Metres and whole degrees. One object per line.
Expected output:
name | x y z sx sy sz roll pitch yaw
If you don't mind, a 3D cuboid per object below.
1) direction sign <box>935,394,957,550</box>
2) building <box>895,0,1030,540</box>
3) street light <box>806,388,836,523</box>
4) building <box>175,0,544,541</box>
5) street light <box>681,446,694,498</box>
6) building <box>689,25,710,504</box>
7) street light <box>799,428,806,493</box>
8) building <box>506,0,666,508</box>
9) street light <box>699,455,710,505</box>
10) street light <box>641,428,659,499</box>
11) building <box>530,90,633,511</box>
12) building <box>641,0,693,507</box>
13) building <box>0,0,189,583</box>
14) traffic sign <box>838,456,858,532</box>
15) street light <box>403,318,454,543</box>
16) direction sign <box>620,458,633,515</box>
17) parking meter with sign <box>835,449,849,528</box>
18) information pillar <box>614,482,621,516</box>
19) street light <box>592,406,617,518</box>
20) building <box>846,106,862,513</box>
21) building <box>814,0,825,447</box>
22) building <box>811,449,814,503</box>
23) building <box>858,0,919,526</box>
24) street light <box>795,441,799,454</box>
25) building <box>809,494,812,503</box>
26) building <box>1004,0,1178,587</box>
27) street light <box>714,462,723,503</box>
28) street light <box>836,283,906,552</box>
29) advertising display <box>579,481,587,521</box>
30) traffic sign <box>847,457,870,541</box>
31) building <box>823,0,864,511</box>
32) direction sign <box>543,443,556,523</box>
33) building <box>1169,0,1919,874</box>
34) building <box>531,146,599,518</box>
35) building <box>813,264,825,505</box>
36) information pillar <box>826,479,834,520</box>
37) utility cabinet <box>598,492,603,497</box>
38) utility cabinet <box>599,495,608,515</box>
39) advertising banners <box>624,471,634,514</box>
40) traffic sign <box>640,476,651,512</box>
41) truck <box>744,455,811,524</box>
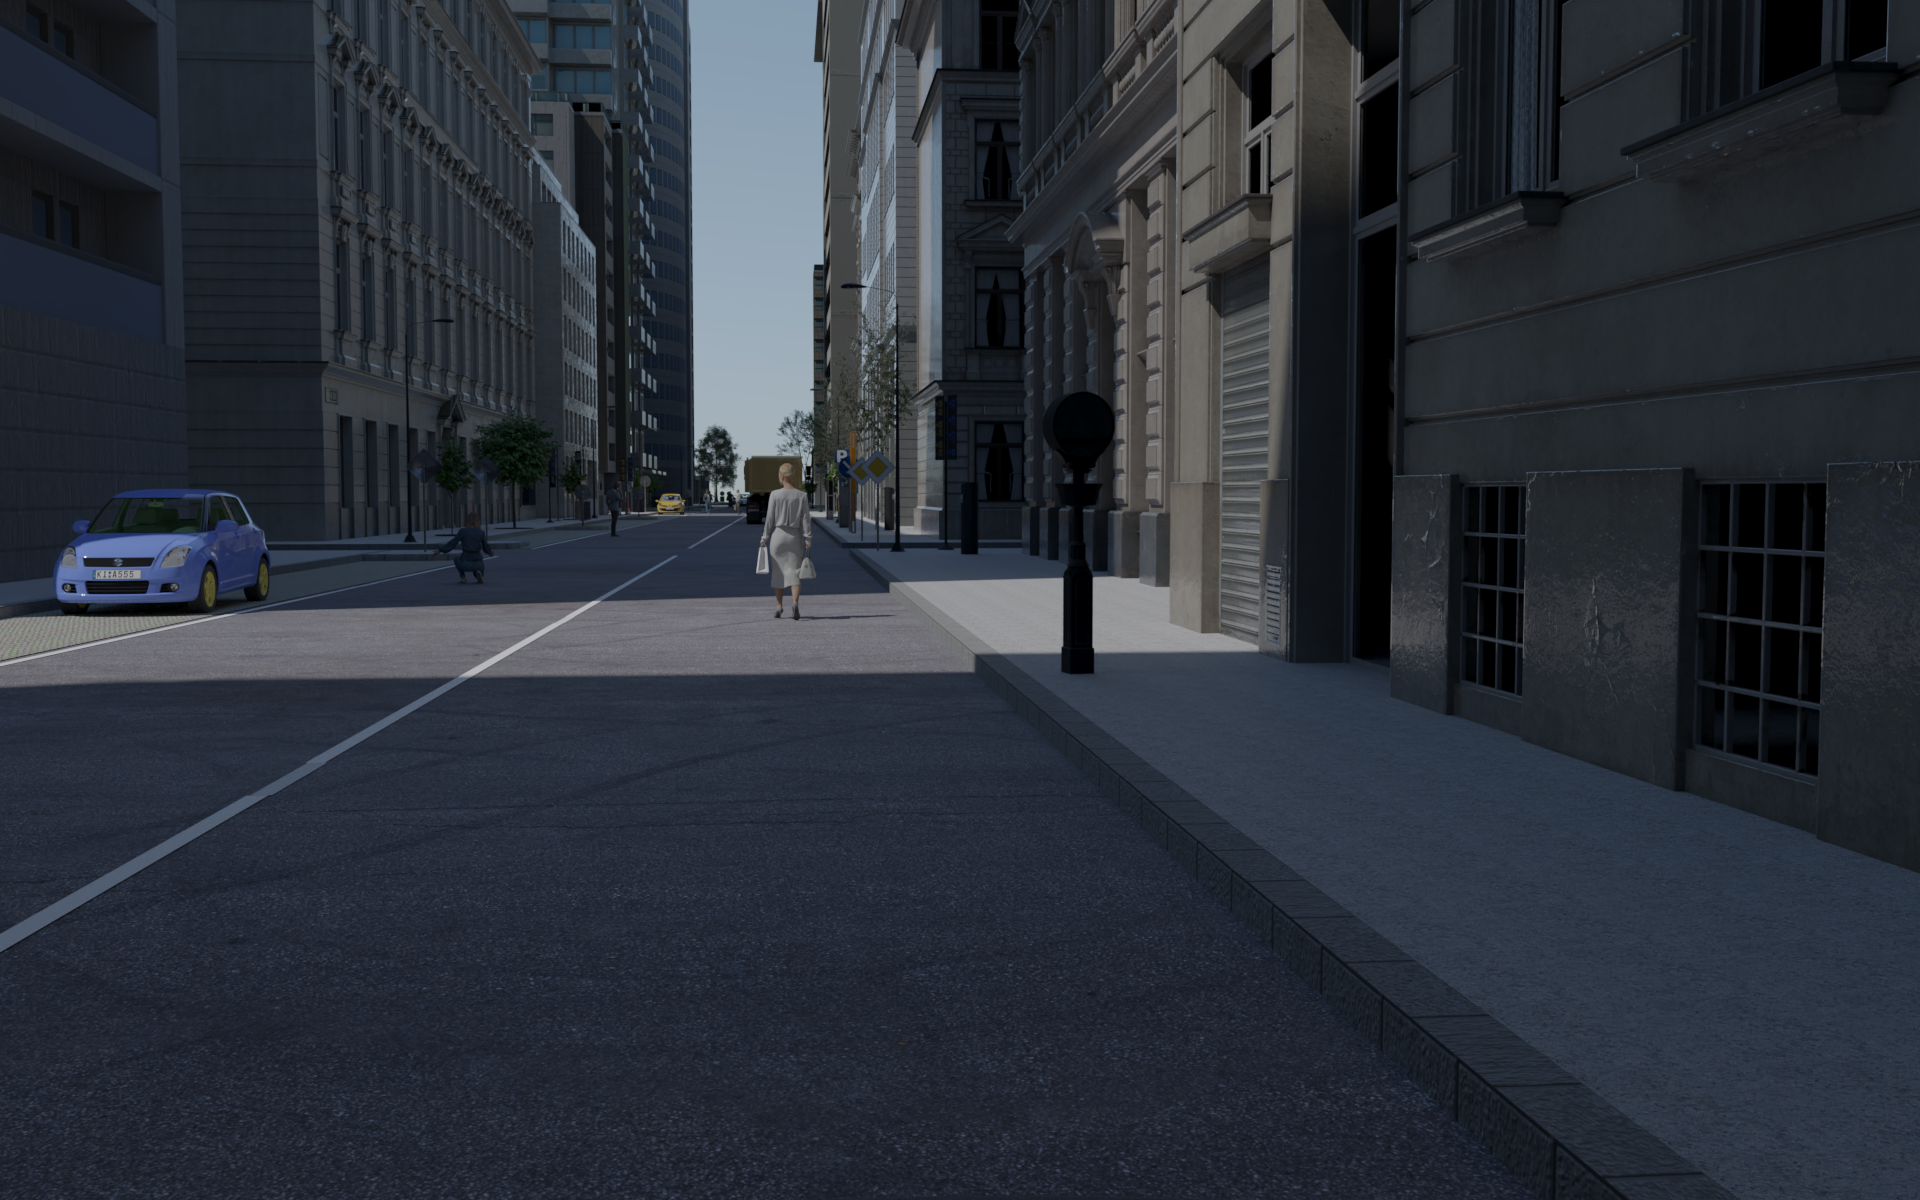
direction sign | -0.323 -2.920 39.739 0.379 3.537 0.876 -2 4 -33
building | 7.954 -11.561 53.648 19.286 19.102 10.561 0 4 -6
street light | -5.878 -6.331 76.058 1.470 5.913 1.316 0 4 -6
building | -27.240 -17.750 66.628 17.030 29.872 44.131 0 4 -6
street light | -26.391 -11.918 167.407 1.470 5.913 1.316 0 4 -6
building | -48.030 -50.109 257.531 20.563 71.187 20.611 0 4 -6
street light | -10.307 -9.098 121.299 1.470 5.913 1.316 0 4 -6
building | -38.114 -32.378 148.983 23.786 49.044 30.456 0 4 -6
street light | -30.223 -14.198 204.685 1.470 5.913 1.316 0 4 -6
street light | -21.880 -9.139 121.958 1.470 5.913 1.316 0 4 -6
building | -31.981 -21.756 127.419 14.160 30.474 14.107 0 4 -6
building | -39.033 -38.916 178.280 21.231 58.520 28.212 0 4 -6
building | -28.052 -29.551 25.153 28.212 58.520 21.231 0 4 -6
traffic sign | -3.712 -3.560 58.311 0.768 2.556 0.104 0 4 -1
street light | -14.045 -4.481 45.802 1.470 5.913 1.316 0 4 -6
direction sign | -20.717 -7.069 107.580 0.876 3.537 0.379 -3 4 -37
parking meter with sign | -4.490 -4.301 66.580 0.543 3.016 1.738 0 4 -7
information pillar | -20.135 -5.955 101.857 0.304 2.012 0.304 2 4 27
street light | -18.700 -7.246 91.021 1.470 5.913 1.316 0 4 -6
building | 0.077 -19.752 110.329 14.401 28.519 23.554 0 4 -6
building | -0.746 -36.350 183.563 28.713 52.752 27.495 0 4 -6
building | -9.367 -56.735 240.293 22.319 86.520 31.000 0 4 -6
building | 1.333 -18.690 83.082 11.434 29.767 29.804 0 4 -6
street light | -13.493 -10.968 151.869 1.470 5.913 1.316 0 4 -6
building | -7.807 -35.325 269.451 32.217 40.220 23.993 0 4 -6
building | 7.027 -12.167 27.816 11.050 23.489 19.941 0 4 -6
street light | -34.892 -16.964 249.902 1.470 5.913 1.316 0 4 -6
street light | -1.926 -4.023 38.323 1.470 5.913 1.316 0 4 -6
advertising display | -17.999 -4.740 82.709 0.123 1.923 0.974 0 4 5
traffic sign | -2.671 -2.659 47.118 0.795 2.450 0.064 0 4 -6
building | -0.365 -31.794 143.531 21.300 48.544 21.600 0 4 -6
direction sign | -18.354 -5.226 77.442 0.379 3.537 0.876 1 4 23
building | 10.748 -10.388 3.128 16.112 22.955 30.059 0 4 -6
building | -26.818 -14.902 98.403 10.420 20.320 16.860 0 4 -6
building | -11.519 -27.347 218.825 14.160 30.474 14.107 0 4 -6
information pillar | -6.506 -5.024 86.638 0.304 2.012 0.304 -1 4 -22
utility cabinet | -23.057 -6.133 108.951 1.173 1.500 0.318 -1 4 -20
utility cabinet | -21.645 -5.744 105.079 0.306 1.237 1.020 -2 4 -26
advertising banners | -21.508 -7.121 112.617 0.090 3.025 2.074 -2 4 -26
traffic sign | -21.901 -7.365 120.520 0.768 2.556 0.104 0 4 1
truck | -9.150 -5.497 85.800 3.469 3.379 9.791 0 4 -4
